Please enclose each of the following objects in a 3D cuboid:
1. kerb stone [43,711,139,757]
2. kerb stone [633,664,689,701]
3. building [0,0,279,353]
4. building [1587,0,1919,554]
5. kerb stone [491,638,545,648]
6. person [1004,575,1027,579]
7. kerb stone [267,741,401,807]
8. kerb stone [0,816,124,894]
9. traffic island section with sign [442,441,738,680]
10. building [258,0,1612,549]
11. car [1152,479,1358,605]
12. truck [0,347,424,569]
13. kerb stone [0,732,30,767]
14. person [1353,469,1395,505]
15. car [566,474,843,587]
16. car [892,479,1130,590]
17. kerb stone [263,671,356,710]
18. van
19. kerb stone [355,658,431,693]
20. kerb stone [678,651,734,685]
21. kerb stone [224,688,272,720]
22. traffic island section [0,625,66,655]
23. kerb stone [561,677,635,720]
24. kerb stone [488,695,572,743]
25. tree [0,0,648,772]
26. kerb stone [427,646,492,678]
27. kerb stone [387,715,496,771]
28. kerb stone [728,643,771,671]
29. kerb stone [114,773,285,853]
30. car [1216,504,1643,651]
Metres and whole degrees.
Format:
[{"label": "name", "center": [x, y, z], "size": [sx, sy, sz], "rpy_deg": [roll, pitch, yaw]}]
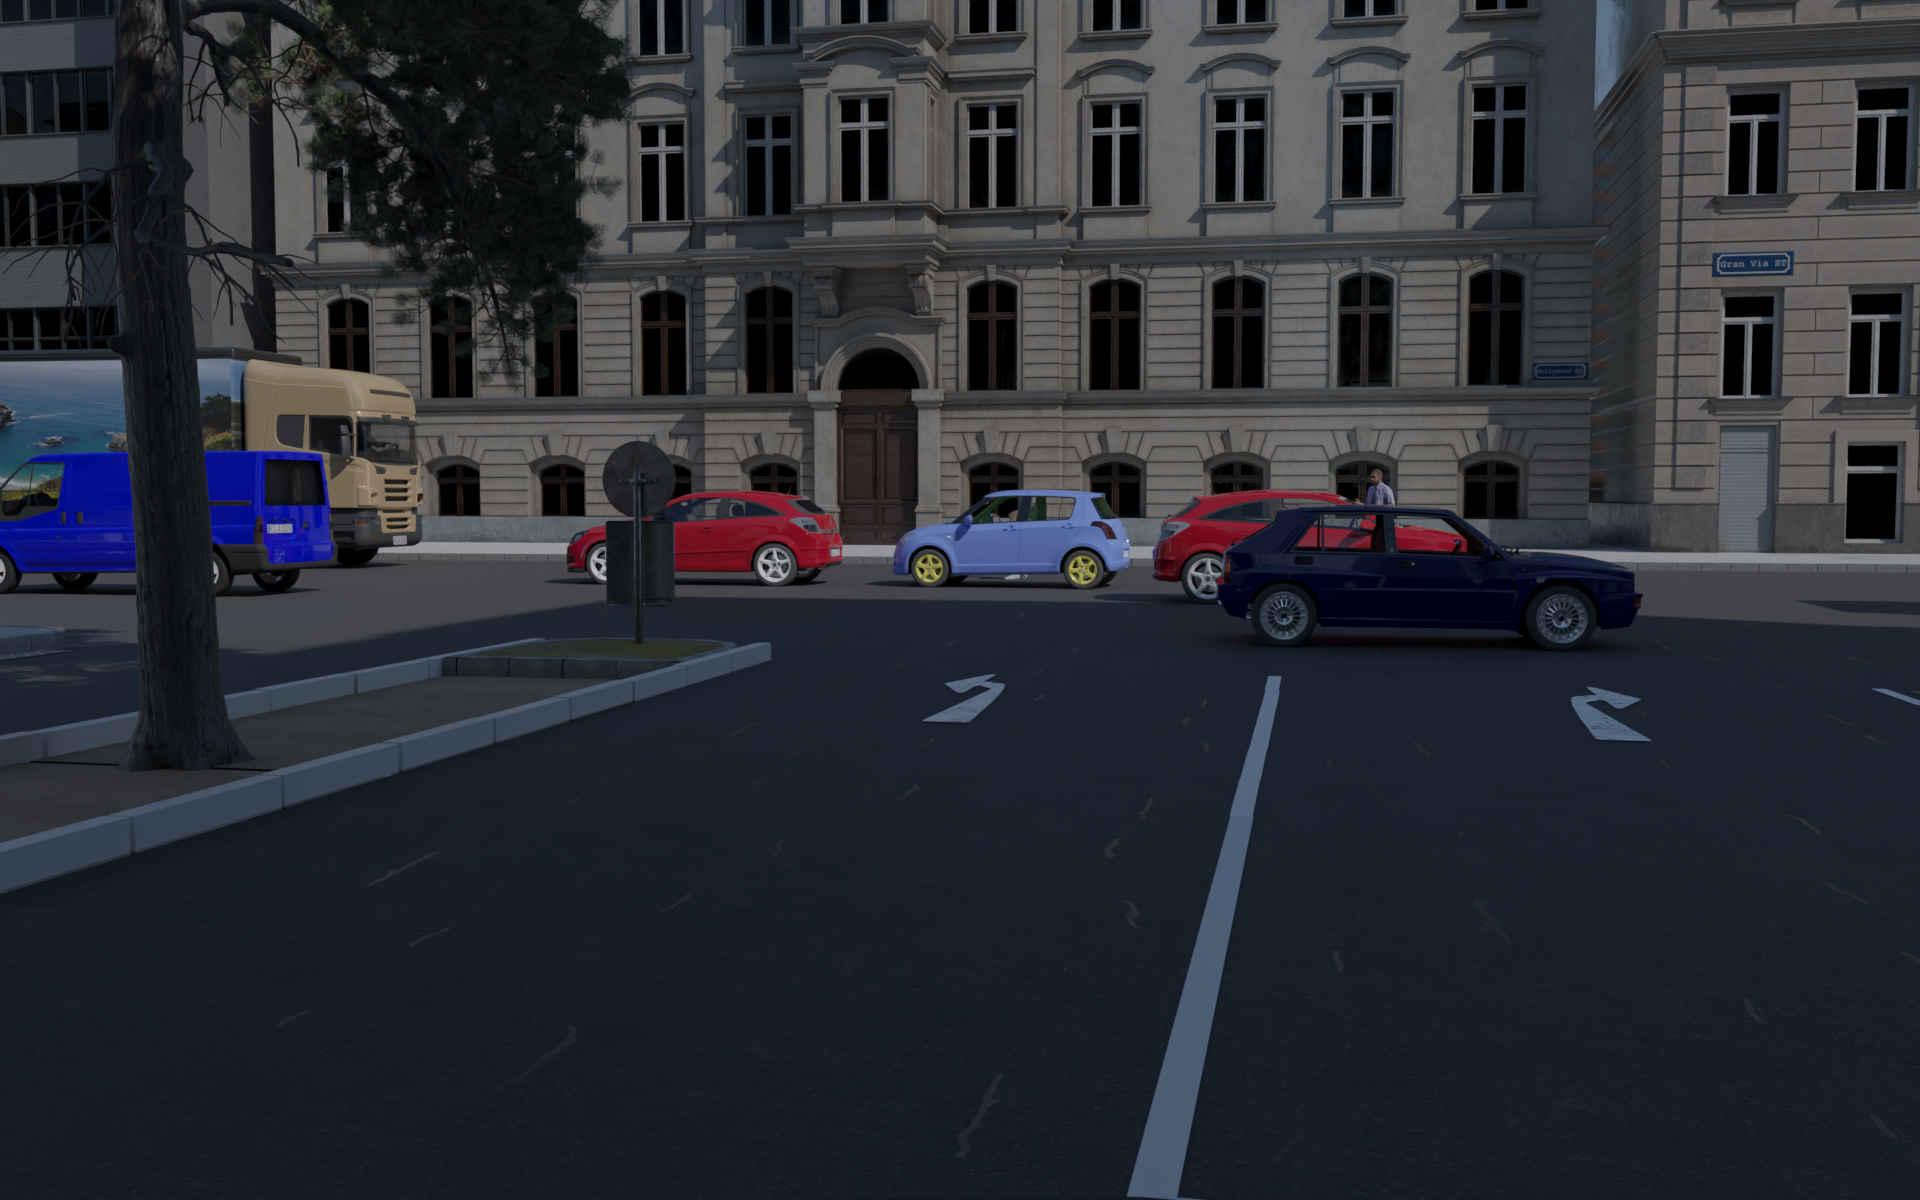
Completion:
[{"label": "kerb stone", "center": [-4.885, 0.759, 9.856], "size": [0.120, 0.150, 1.000], "rpy_deg": [1, 4, 12]}, {"label": "kerb stone", "center": [-2.201, 0.602, 12.463], "size": [0.120, 0.150, 1.000], "rpy_deg": [1, 4, 12]}, {"label": "building", "center": [-33.354, -14.366, 53.951], "size": [30.058, 24.678, 14.314], "rpy_deg": [1, 4, 12]}, {"label": "building", "center": [28.133, -14.857, 40.171], "size": [25.104, 27.353, 12.463], "rpy_deg": [1, 4, 12]}, {"label": "kerb stone", "center": [-3.845, 0.447, 14.889], "size": [0.120, 0.150, 1.000], "rpy_deg": [1, 4, 12]}, {"label": "person", "center": [0.850, -0.924, 29.109], "size": [0.738, 1.151, 1.012], "rpy_deg": [0, 4, -1]}, {"label": "kerb stone", "center": [-3.042, 0.843, 8.410], "size": [0.120, 0.150, 1.000], "rpy_deg": [1, 4, 12]}, {"label": "kerb stone", "center": [-3.456, 0.966, 6.402], "size": [0.120, 0.150, 1.000], "rpy_deg": [1, 4, 12]}, {"label": "traffic island section with sign", "center": [-2.884, -0.377, 14.296], "size": [2.006, 1.907, 1.989], "rpy_deg": [1, 4, 12]}, {"label": "building", "center": [-0.913, -13.995, 47.909], "size": [34.723, 24.649, 14.460], "rpy_deg": [1, 4, 12]}, {"label": "car", "center": [4.800, -0.852, 22.975], "size": [4.494, 1.783, 2.155], "rpy_deg": [1, 4, 11]}, {"label": "truck", "center": [-15.823, -2.793, 34.586], "size": [11.283, 4.237, 2.839], "rpy_deg": [1, 4, 10]}, {"label": "kerb stone", "center": [-5.102, 0.816, 8.855], "size": [0.120, 0.150, 1.000], "rpy_deg": [1, 4, 12]}, {"label": "person", "center": [6.787, -1.234, 28.552], "size": [0.599, 1.838, 0.709], "rpy_deg": [-2, 4, -31]}, {"label": "car", "center": [-4.140, -1.152, 27.871], "size": [4.494, 1.783, 2.155], "rpy_deg": [1, 4, 10]}, {"label": "car", "center": [0.789, -1.066, 27.026], "size": [3.694, 1.707, 1.945], "rpy_deg": [1, 4, 13]}, {"label": "kerb stone", "center": [-4.481, 0.632, 11.868], "size": [0.120, 0.150, 1.000], "rpy_deg": [1, 4, 12]}, {"label": "van", "center": [-11.907, -1.271, 25.170], "size": [5.245, 2.365, 2.240], "rpy_deg": [1, 4, 11]}, {"label": "kerb stone", "center": [-4.259, 0.570, 12.871], "size": [0.120, 0.150, 1.000], "rpy_deg": [1, 4, 12]}, {"label": "kerb stone", "center": [-1.998, 0.534, 13.467], "size": [0.120, 0.150, 1.000], "rpy_deg": [1, 4, 12]}, {"label": "kerb stone", "center": [-4.679, 0.698, 10.860], "size": [0.120, 0.150, 1.000], "rpy_deg": [1, 4, 12]}, {"label": "traffic island section", "center": [-9.470, 0.420, 15.414], "size": [2.009, 0.180, 2.903], "rpy_deg": [1, 4, 12]}, {"label": "kerb stone", "center": [-2.417, 0.657, 11.461], "size": [0.120, 0.150, 1.000], "rpy_deg": [1, 4, 12]}, {"label": "kerb stone", "center": [-2.624, 0.723, 10.454], "size": [0.120, 0.150, 1.000], "rpy_deg": [1, 4, 12]}, {"label": "tree", "center": [-4.197, -5.157, 8.833], "size": [6.751, 12.117, 7.091], "rpy_deg": [0, 3, 0]}, {"label": "kerb stone", "center": [-4.060, 0.508, 13.884], "size": [0.120, 0.150, 1.000], "rpy_deg": [1, 4, 12]}, {"label": "kerb stone", "center": [-2.833, 0.780, 9.440], "size": [0.120, 0.150, 1.000], "rpy_deg": [1, 4, 12]}, {"label": "kerb stone", "center": [-1.792, 0.474, 14.471], "size": [0.120, 0.150, 1.000], "rpy_deg": [1, 4, 12]}, {"label": "kerb stone", "center": [-3.247, 0.906, 7.405], "size": [0.120, 0.150, 1.000], "rpy_deg": [1, 4, 12]}, {"label": "car", "center": [4.448, -0.255, 16.752], "size": [3.894, 1.354, 1.945], "rpy_deg": [1, 4, 10]}]
